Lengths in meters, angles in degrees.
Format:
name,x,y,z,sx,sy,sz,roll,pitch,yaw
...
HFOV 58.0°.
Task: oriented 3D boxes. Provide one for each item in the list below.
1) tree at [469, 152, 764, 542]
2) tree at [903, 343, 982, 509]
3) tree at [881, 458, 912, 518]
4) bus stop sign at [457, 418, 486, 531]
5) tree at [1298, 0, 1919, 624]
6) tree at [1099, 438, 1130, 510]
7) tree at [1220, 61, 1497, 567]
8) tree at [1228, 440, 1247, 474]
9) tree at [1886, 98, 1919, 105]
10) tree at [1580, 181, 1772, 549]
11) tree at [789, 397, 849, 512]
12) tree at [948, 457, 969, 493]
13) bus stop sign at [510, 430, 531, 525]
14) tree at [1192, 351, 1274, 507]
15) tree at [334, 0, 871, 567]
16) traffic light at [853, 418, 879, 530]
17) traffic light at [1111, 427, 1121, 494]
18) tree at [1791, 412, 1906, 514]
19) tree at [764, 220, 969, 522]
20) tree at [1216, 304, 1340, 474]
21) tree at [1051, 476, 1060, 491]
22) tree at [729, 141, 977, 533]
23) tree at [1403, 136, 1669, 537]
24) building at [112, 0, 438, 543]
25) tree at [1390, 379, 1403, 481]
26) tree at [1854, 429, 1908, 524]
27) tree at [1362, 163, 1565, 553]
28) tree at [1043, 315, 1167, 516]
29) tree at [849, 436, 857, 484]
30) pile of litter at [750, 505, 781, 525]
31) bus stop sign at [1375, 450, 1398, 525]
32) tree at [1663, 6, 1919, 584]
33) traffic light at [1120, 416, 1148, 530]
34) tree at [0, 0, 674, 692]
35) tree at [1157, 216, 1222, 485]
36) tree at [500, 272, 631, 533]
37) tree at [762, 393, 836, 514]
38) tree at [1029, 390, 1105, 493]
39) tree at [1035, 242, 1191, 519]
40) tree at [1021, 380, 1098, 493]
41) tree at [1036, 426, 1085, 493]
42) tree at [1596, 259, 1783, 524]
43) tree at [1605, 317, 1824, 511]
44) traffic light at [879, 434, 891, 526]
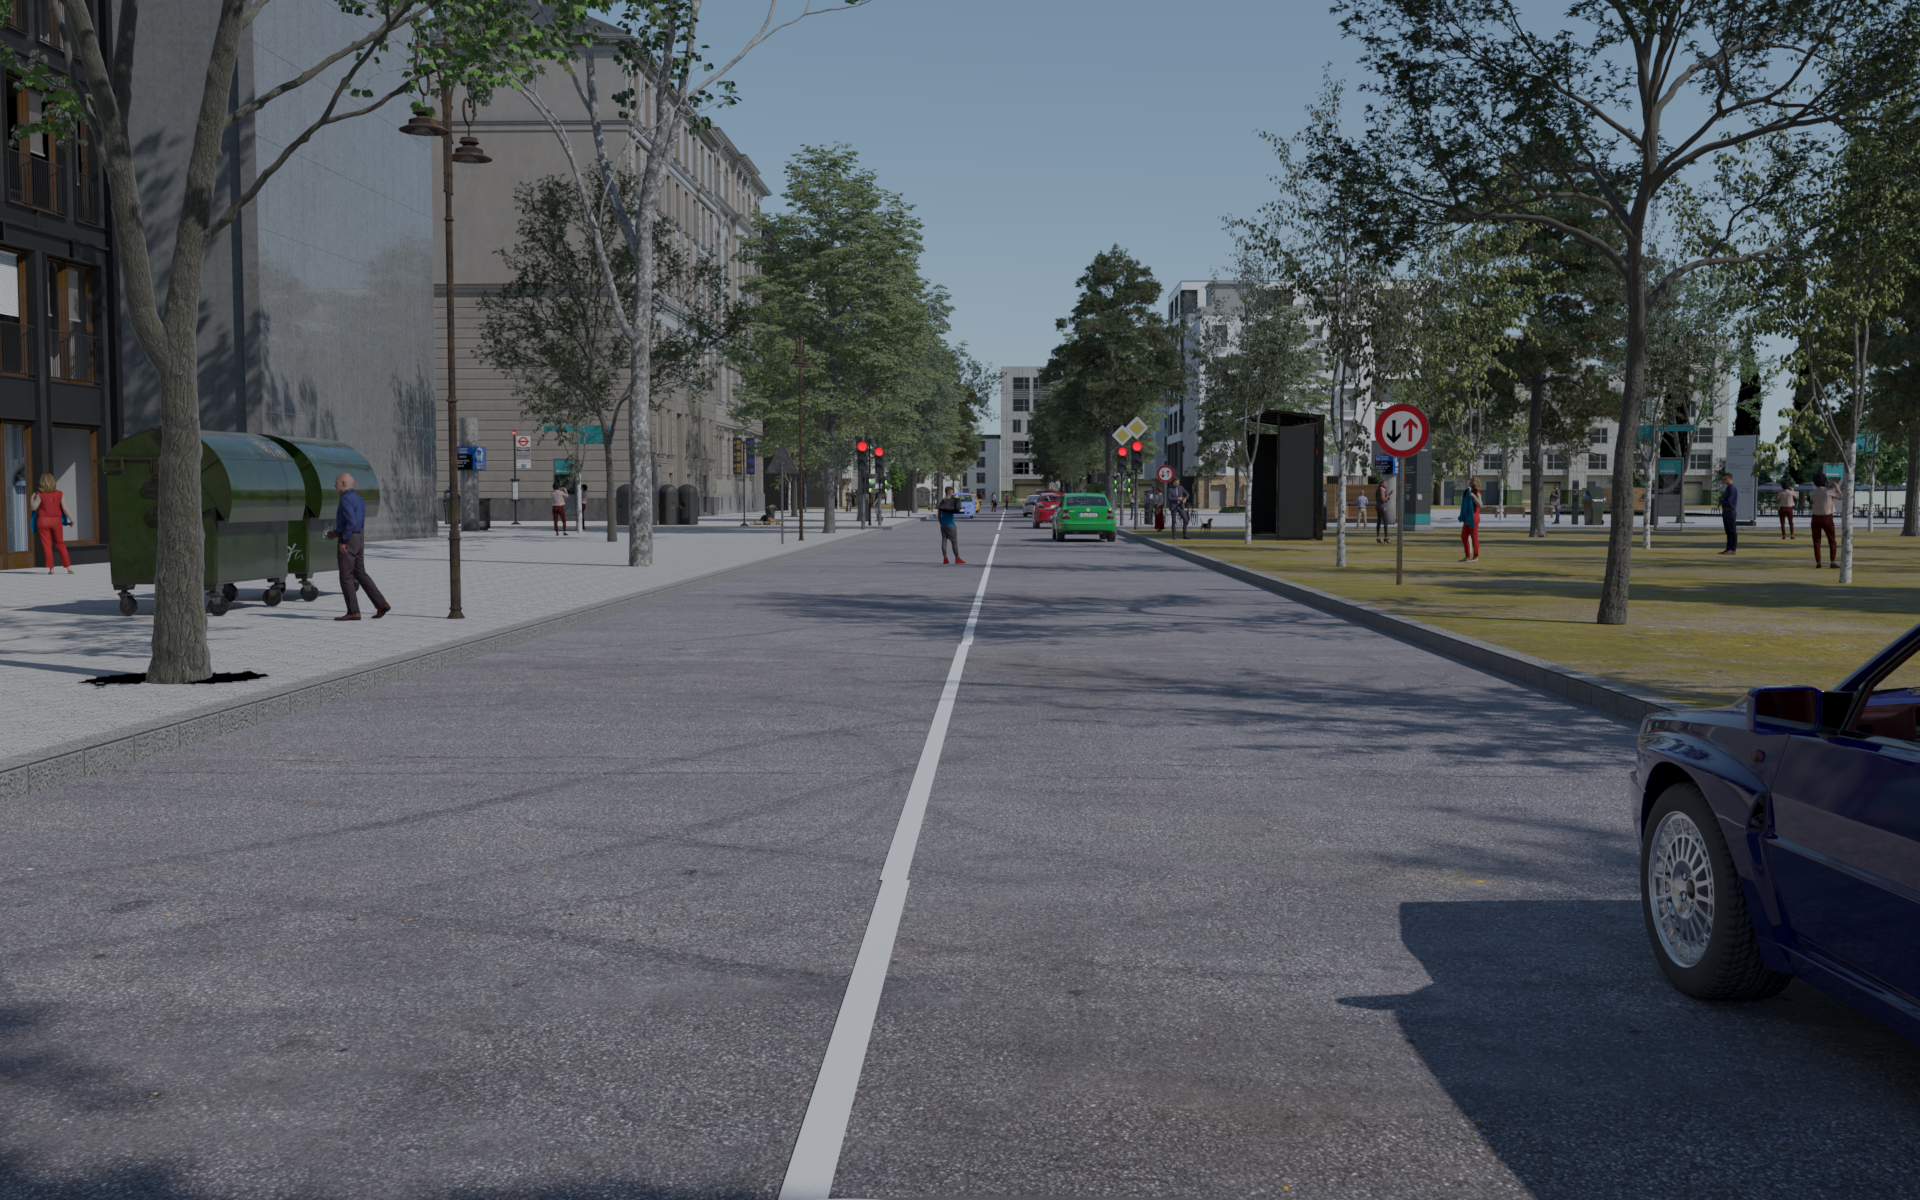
name,x,y,z,sx,sy,sz,roll,pitch,yaw
tree,-9.289,-6.855,46.486,8.767,10.594,7.601,0,4,3
tree,-1.494,-14.516,144.767,7.806,13.903,7.818,0,3,0
tree,-3.596,-6.038,93.330,1.663,3.219,1.824,0,3,0
bus stop sign,-16.958,-4.332,59.846,0.837,3.901,0.837,1,4,17
tree,6.763,-5.031,16.672,7.601,10.594,8.767,1,4,17
tree,12.456,-11.360,136.099,4.360,8.622,3.978,0,3,0
tree,6.976,-4.893,30.357,4.360,8.622,3.978,0,3,0
tree,23.876,-11.719,141.968,4.737,8.622,4.395,0,3,0
tree,23.740,-7.202,39.803,6.751,12.117,7.091,0,3,0
tree,16.251,-5.496,40.224,4.360,8.622,3.978,0,3,0
tree,-10.637,-10.474,121.617,4.360,8.622,3.978,0,3,0
tree,-0.365,-15.675,206.647,4.737,8.622,4.395,0,3,0
bus stop sign,-18.403,-5.126,72.513,0.855,3.939,0.416,-1,4,-20
tree,20.992,-12.786,131.107,6.751,12.117,7.091,0,3,0
tree,-6.084,-10.744,31.559,12.611,20.169,13.585,0,3,0
traffic light,-3.468,-4.463,62.218,0.839,4.213,0.868,0,4,2
traffic light,6.519,-4.935,69.937,0.839,4.213,0.868,0,4,2
tree,59.458,-9.058,111.007,11.467,7.101,20.602,0,4,-7
tree,-4.426,-10.641,80.631,9.857,13.997,8.962,0,3,0
tree,18.969,-11.344,103.603,7.486,12.596,7.792,0,3,0
tree,11.572,-16.124,213.994,4.737,8.622,4.395,0,3,0
tree,-3.913,-8.458,56.414,7.486,12.596,7.792,0,3,0
tree,17.106,-7.901,51.234,6.751,12.117,7.091,0,3,0
building,-25.679,-13.897,45.230,19.932,24.808,12.078,0,4,2
tree,37.864,-13.338,140.132,6.751,12.117,7.091,0,3,0
tree,39.919,-5.554,74.517,4.285,4.588,4.351,0,3,0
tree,10.814,-5.327,37.457,4.737,8.622,4.395,0,3,0
tree,8.769,-11.209,101.400,7.486,12.596,7.792,0,3,0
tree,-9.835,-11.359,136.084,4.360,8.622,3.978,0,3,0
pile of litter,-7.973,-3.524,71.588,1.176,0.858,1.719,-3,5,-41
bus stop sign,17.846,-5.083,72.128,0.837,3.901,0.837,3,5,42
tree,12.601,-4.556,24.846,4.737,8.622,4.395,0,3,0
traffic light,6.290,-4.447,61.955,0.839,4.213,0.868,0,4,2
tree,-5.319,-5.235,11.340,9.928,11.665,9.643,0,3,0
tree,7.301,-5.742,44.243,4.360,8.622,3.978,0,3,0
tree,-12.718,-6.495,56.562,4.360,8.622,3.978,0,3,0
tree,-11.176,-10.020,114.186,4.737,8.622,4.395,0,3,0
tree,9.420,-12.803,143.747,8.767,10.594,7.601,1,4,17
tree,7.788,-11.042,87.959,7.806,13.903,7.818,0,3,0
tree,11.007,-16.790,181.170,9.857,13.997,8.962,0,3,0
tree,11.688,-16.934,198.929,6.751,12.117,7.091,0,3,0
tree,31.661,-9.162,75.562,9.928,11.665,9.643,0,3,0
tree,60.694,-14.356,136.541,18.604,14.587,13.155,0,4,5
traffic light,-3.239,-4.951,70.200,0.839,4.213,0.868,0,4,2
